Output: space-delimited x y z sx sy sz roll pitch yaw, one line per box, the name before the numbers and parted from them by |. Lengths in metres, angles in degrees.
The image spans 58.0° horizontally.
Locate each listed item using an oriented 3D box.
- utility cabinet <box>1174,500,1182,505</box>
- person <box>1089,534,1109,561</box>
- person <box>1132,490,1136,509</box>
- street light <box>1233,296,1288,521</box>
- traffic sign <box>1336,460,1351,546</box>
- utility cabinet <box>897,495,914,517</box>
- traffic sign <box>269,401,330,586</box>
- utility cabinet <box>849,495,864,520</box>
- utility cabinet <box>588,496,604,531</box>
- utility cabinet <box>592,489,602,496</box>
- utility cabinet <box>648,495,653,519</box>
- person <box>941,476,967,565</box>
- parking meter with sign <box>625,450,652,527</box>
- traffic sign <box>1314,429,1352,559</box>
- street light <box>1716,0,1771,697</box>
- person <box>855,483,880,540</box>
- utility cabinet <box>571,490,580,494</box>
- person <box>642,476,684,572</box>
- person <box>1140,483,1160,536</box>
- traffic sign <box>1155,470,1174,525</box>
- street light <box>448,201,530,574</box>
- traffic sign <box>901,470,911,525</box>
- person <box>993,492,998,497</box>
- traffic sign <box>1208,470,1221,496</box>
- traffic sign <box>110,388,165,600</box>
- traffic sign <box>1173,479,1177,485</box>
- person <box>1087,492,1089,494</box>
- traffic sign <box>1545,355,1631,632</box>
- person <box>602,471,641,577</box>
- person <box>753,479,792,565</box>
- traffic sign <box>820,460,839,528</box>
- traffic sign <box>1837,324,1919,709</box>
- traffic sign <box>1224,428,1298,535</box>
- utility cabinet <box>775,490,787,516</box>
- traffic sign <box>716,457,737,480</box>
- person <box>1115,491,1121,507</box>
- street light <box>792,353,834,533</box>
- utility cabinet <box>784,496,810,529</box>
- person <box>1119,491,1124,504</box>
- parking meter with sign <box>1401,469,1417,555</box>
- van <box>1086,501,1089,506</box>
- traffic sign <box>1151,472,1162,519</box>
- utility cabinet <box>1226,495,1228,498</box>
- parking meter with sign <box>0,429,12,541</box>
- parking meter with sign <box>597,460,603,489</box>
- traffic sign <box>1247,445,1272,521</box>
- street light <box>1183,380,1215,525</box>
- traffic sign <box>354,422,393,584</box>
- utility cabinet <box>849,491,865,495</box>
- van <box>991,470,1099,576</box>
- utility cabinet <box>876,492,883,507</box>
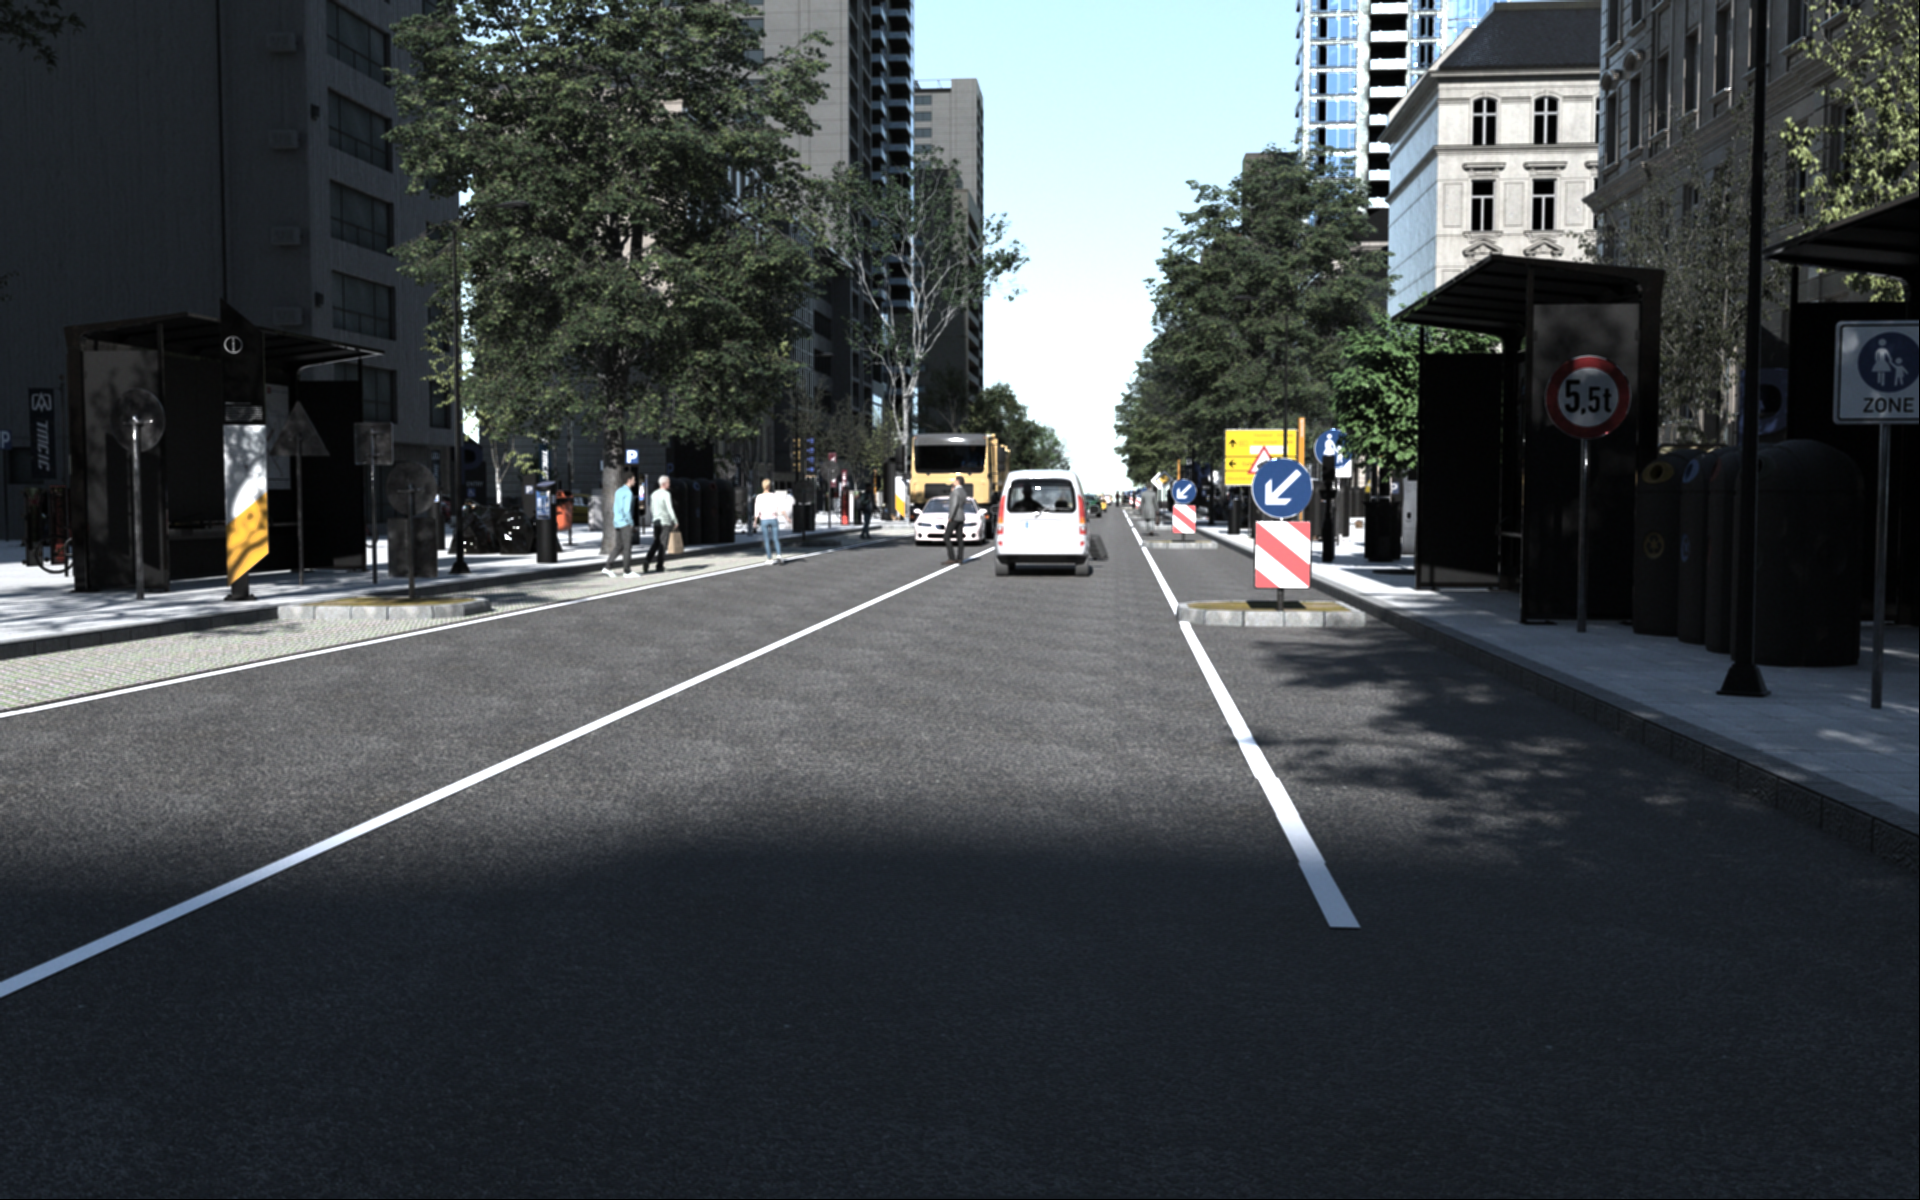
utility cabinet | 12.469 -5.351 98.648 0.306 1.237 1.020 1 4 21
person | 2.535 -1.715 36.762 1.509 1.804 0.699 -2 4 -33
person | 17.123 -9.884 170.234 0.705 1.807 1.348 -1 4 -12
street light | 7.094 -4.167 40.665 1.470 5.913 1.316 0 4 5
traffic sign | 9.363 -2.492 42.868 0.606 2.300 0.079 1 4 14
utility cabinet | -3.009 -5.230 96.677 1.020 1.237 0.306 -1 4 -10
traffic sign | -9.238 -1.481 24.214 0.884 2.594 0.081 0 4 6
utility cabinet | -4.976 -4.541 85.402 1.020 1.237 0.306 0 4 5
utility cabinet | -12.486 -3.007 60.332 0.306 1.237 1.020 2 4 35
utility cabinet | -15.083 -3.985 73.830 1.173 1.500 0.318 -2 4 -31
utility cabinet | -16.284 -4.874 90.850 1.020 1.237 0.306 3 5 39
person | -0.110 -1.630 35.334 0.473 1.802 0.592 3 5 41
parking meter with sign | -12.471 -4.349 67.367 0.543 3.016 1.738 -2 4 -31
traffic sign | 7.333 -2.073 34.006 0.768 2.556 0.104 1 4 9
street light | 4.488 -2.351 10.984 1.470 5.913 1.316 0 4 5
person | -2.896 -2.767 54.095 0.721 1.781 0.623 1 4 8
utility cabinet | -19.405 -4.794 87.058 0.318 1.500 1.173 -2 4 -30
person | -5.394 -1.376 31.490 0.782 1.767 0.515 3 5 43
person | 6.540 -3.113 59.499 0.694 1.812 0.767 1 4 18
traffic sign | 8.376 -4.122 71.031 0.795 2.450 0.064 0 4 5
street light | -7.503 -3.370 27.636 1.470 5.913 1.316 0 4 5
traffic sign | -2.075 -4.180 71.983 0.795 2.450 0.064 0 4 5
person | 1.465 -3.419 64.611 0.699 1.804 1.509 -2 4 -32
traffic sign | 13.747 -5.704 93.359 0.768 2.556 0.104 1 4 14
traffic sign | -9.943 -1.274 20.930 0.768 2.556 0.104 1 4 14
traffic sign | 18.662 -9.106 148.981 0.768 2.556 0.104 1 4 14
person | 17.188 -13.554 230.628 0.721 1.766 1.217 -1 4 -20
traffic sign | 5.775 -0.973 16.013 0.768 2.556 0.104 0 4 6
person | -5.846 -1.304 29.834 0.620 1.820 0.660 -3 4 -38
person | -3.748 -1.581 35.015 0.731 1.740 0.598 -2 4 -28
traffic sign | -4.918 -3.983 65.220 0.768 2.556 0.104 1 4 12
traffic sign | 5.487 -0.500 10.302 0.606 2.300 0.079 0 4 7
traffic sign | 9.351 -3.673 53.931 2.265 3.308 0.079 0 4 7
utility cabinet | -10.291 -5.703 101.921 1.173 1.500 0.318 0 4 -7
traffic sign | -8.100 -3.656 59.878 0.768 2.556 0.104 1 4 9
person | 17.923 -11.503 196.544 0.705 1.831 1.348 -1 4 -22
street light | -4.863 -5.182 57.263 1.470 5.913 1.316 0 4 5
utility cabinet | -6.003 -3.234 64.041 1.020 1.237 0.306 2 4 33
person | 23.039 -14.503 245.621 0.705 1.824 1.348 3 5 43
parking meter with sign | 9.669 -2.453 36.364 1.738 3.016 0.543 2 4 31
van | 2.759 -2.666 50.604 2.013 2.044 4.112 0 4 6
traffic sign | 9.088 -4.608 78.984 0.795 2.450 0.064 0 4 5
utility cabinet | 17.877 -6.391 115.647 1.020 1.237 0.306 3 5 39
parking meter with sign | -26.662 -3.100 46.948 1.738 3.016 0.543 0 4 5
parking meter with sign | -17.695 -5.641 88.486 1.738 3.016 0.543 3 5 41
traffic sign | 8.094 -2.824 46.181 0.884 2.594 0.081 0 4 7
street light | 9.770 -6.013 70.857 1.470 5.913 1.316 0 4 5
traffic sign | -8.364 -1.381 24.704 0.606 2.300 0.079 1 4 14
utility cabinet | -6.350 -6.066 107.861 1.173 1.500 0.318 -1 4 -11
van | 1.532 -1.499 31.521 2.013 2.044 4.112 0 4 4
utility cabinet | -7.008 -8.798 152.530 0.318 1.500 1.173 2 4 28
